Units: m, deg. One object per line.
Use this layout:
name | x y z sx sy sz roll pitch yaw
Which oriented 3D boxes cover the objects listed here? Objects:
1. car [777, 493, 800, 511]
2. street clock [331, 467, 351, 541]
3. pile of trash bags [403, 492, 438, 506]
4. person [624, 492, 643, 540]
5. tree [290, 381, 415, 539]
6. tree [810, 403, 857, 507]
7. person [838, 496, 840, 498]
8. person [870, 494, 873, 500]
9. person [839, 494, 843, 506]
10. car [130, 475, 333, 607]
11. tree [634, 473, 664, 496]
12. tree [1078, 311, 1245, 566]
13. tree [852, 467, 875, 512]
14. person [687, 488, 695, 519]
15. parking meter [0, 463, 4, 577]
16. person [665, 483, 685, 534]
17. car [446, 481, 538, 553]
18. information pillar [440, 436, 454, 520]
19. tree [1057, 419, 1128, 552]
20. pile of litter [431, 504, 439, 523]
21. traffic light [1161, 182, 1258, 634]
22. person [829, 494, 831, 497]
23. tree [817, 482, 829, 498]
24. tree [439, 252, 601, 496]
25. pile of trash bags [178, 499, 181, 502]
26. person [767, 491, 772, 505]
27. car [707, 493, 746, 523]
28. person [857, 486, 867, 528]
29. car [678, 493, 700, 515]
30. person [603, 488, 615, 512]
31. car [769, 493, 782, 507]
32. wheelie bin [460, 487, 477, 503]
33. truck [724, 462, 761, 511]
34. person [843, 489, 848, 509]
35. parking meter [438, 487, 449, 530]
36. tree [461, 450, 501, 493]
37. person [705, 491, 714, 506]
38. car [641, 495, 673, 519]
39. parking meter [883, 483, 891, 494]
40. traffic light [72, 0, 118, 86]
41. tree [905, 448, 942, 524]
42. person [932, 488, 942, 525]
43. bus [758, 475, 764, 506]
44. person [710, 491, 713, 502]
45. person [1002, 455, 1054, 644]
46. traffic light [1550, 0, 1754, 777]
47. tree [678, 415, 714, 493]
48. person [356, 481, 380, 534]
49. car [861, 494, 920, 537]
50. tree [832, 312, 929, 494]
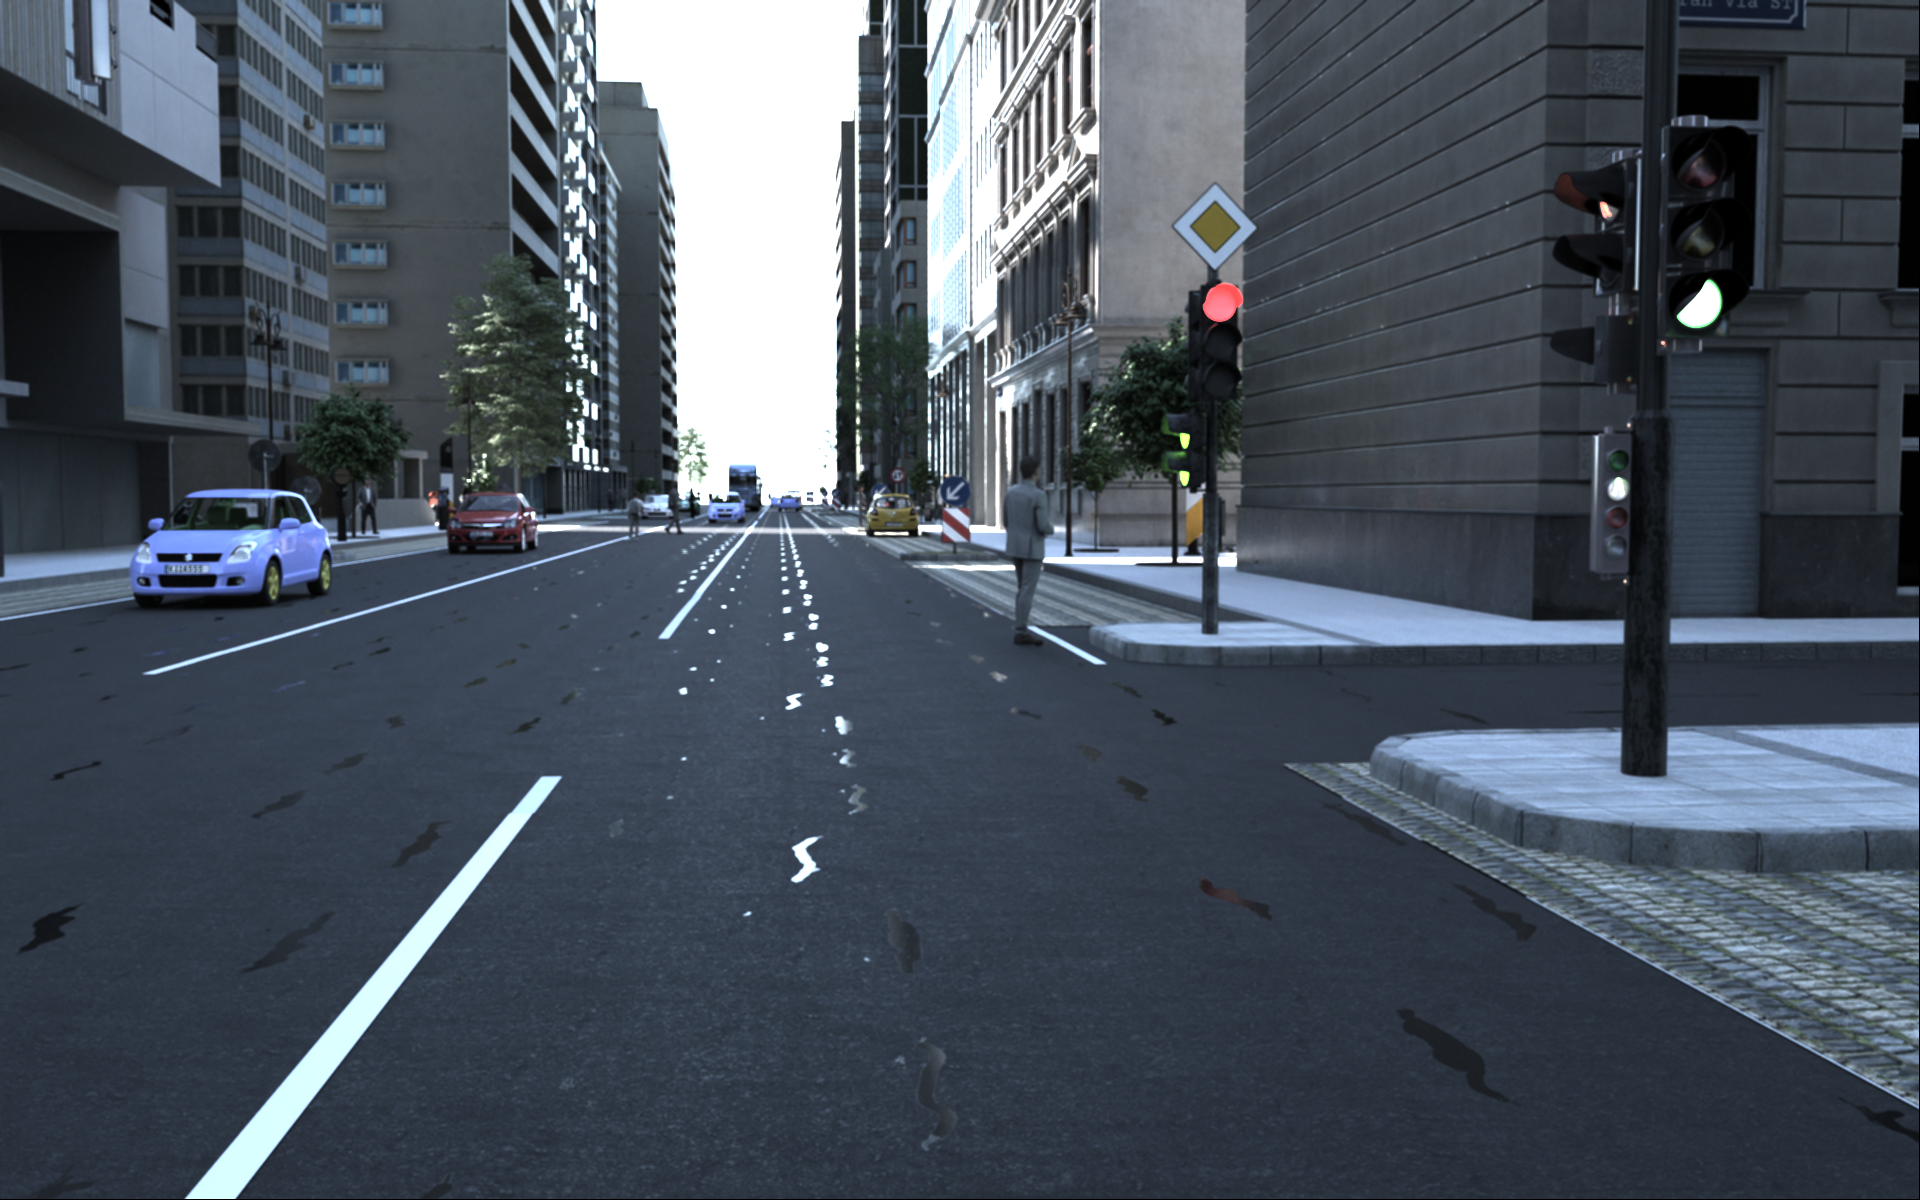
car | -14.373 -8.298 145.260 1.945 1.707 3.694 0 4 -8
street clock | -16.787 -2.595 46.993 0.471 2.002 0.358 -3 5 -41
pile of trash bags | -25.905 -4.339 80.697 3.447 1.369 1.912 -1 4 -10
person | -10.116 -2.608 53.739 0.523 1.515 0.503 3 4 38
tree | -17.643 -4.077 50.376 4.285 4.588 4.351 0 3 0
tree | -11.856 -14.816 176.649 7.601 10.594 8.767 0 4 -2
person | -12.428 -10.295 175.303 0.756 1.711 0.436 -2 4 -33
person | -5.278 -6.214 108.355 0.721 1.736 1.217 2 4 32
person | -13.362 -11.375 192.702 1.217 1.739 0.721 2 4 25
car | -9.707 -0.832 23.198 1.945 1.707 3.694 0 4 -5
tree | -29.744 -10.440 165.301 1.663 3.219 1.824 0 3 0
tree | 3.835 -2.911 31.309 4.285 4.588 4.351 0 3 0
tree | -6.967 -7.986 125.173 1.663 3.219 1.824 0 3 0
person | -15.684 -5.661 101.188 0.705 1.807 1.348 -1 4 -20
parking meter | -14.918 -1.282 26.671 0.255 1.863 0.399 -1 4 -19
person | -10.231 -3.278 62.189 0.850 1.850 0.679 -2 4 -35
car | -11.679 -2.100 43.376 2.155 1.783 4.494 0 4 -7
information pillar | -20.542 -4.773 69.388 0.504 3.616 0.183 -1 4 -13
tree | 2.914 -2.694 38.647 1.663 3.219 1.824 0 3 0
pile of litter | -23.410 -3.929 78.211 1.176 0.858 1.719 1 4 20
traffic light | 2.278 -1.644 15.796 0.839 4.253 0.868 0 4 -6
person | -15.262 -12.416 209.025 1.348 1.826 0.705 -2 4 -29
tree | -19.218 -15.093 241.367 1.663 3.219 1.824 0 3 0
tree | -20.868 -10.028 82.085 7.486 12.596 7.792 0 3 0
pile of trash bags | -22.142 -2.258 46.674 3.447 1.369 1.912 -1 4 -13
person | -24.154 -12.968 220.398 0.709 1.838 0.599 1 4 23
car | -11.744 -4.751 87.265 1.945 1.707 3.694 0 4 -4
person | -4.032 -3.941 73.213 0.573 1.790 0.520 1 4 19
car | -18.860 -6.741 119.009 1.959 1.807 4.718 0 4 -5
person | -25.484 -7.279 125.592 0.617 1.759 0.750 3 5 44
car | -19.708 -10.897 187.749 1.945 1.707 3.694 0 4 -6
wheelie bin | -22.746 -4.438 80.467 0.693 1.594 0.980 2 4 34
truck | -18.629 -9.796 149.931 2.967 4.110 18.799 0 4 -6
person | -9.666 -8.533 146.111 0.434 1.755 0.990 -1 4 -17
parking meter | -18.394 -3.261 61.720 0.372 1.533 0.369 0 3 0
tree | -19.826 -4.775 72.666 1.663 3.219 1.824 0 3 0
person | -31.312 -12.766 216.861 1.348 1.869 0.705 -2 4 -33
car | -17.641 -5.437 101.264 2.083 1.381 4.827 0 4 -8
parking meter | -3.688 -5.001 87.481 0.255 1.863 0.399 -2 4 -30
traffic light | -9.634 -2.441 14.574 4.771 5.953 1.251 0 4 -6
tree | -1.529 -4.837 73.681 1.663 3.219 1.824 0 3 0
person | -0.749 -3.972 70.837 0.795 1.843 0.661 -3 5 -39
bus | -25.612 -13.587 213.690 2.896 3.916 12.252 0 4 -6
person | -26.999 -10.917 187.802 0.742 1.727 0.445 3 5 39
person | 0.713 -0.486 16.644 0.606 1.804 0.583 3 5 44
traffic light | 1.038 -2.008 7.497 4.771 5.953 1.251 0 4 -6
tree | -38.937 -20.192 248.271 7.486 12.596 7.792 0 3 0
person | -18.807 -2.974 55.073 0.834 1.777 0.661 3 5 44
car | -2.324 -2.971 58.792 2.015 1.641 3.980 0 4 -5
tree | -3.641 -10.542 98.119 9.928 11.665 9.643 0 3 0
